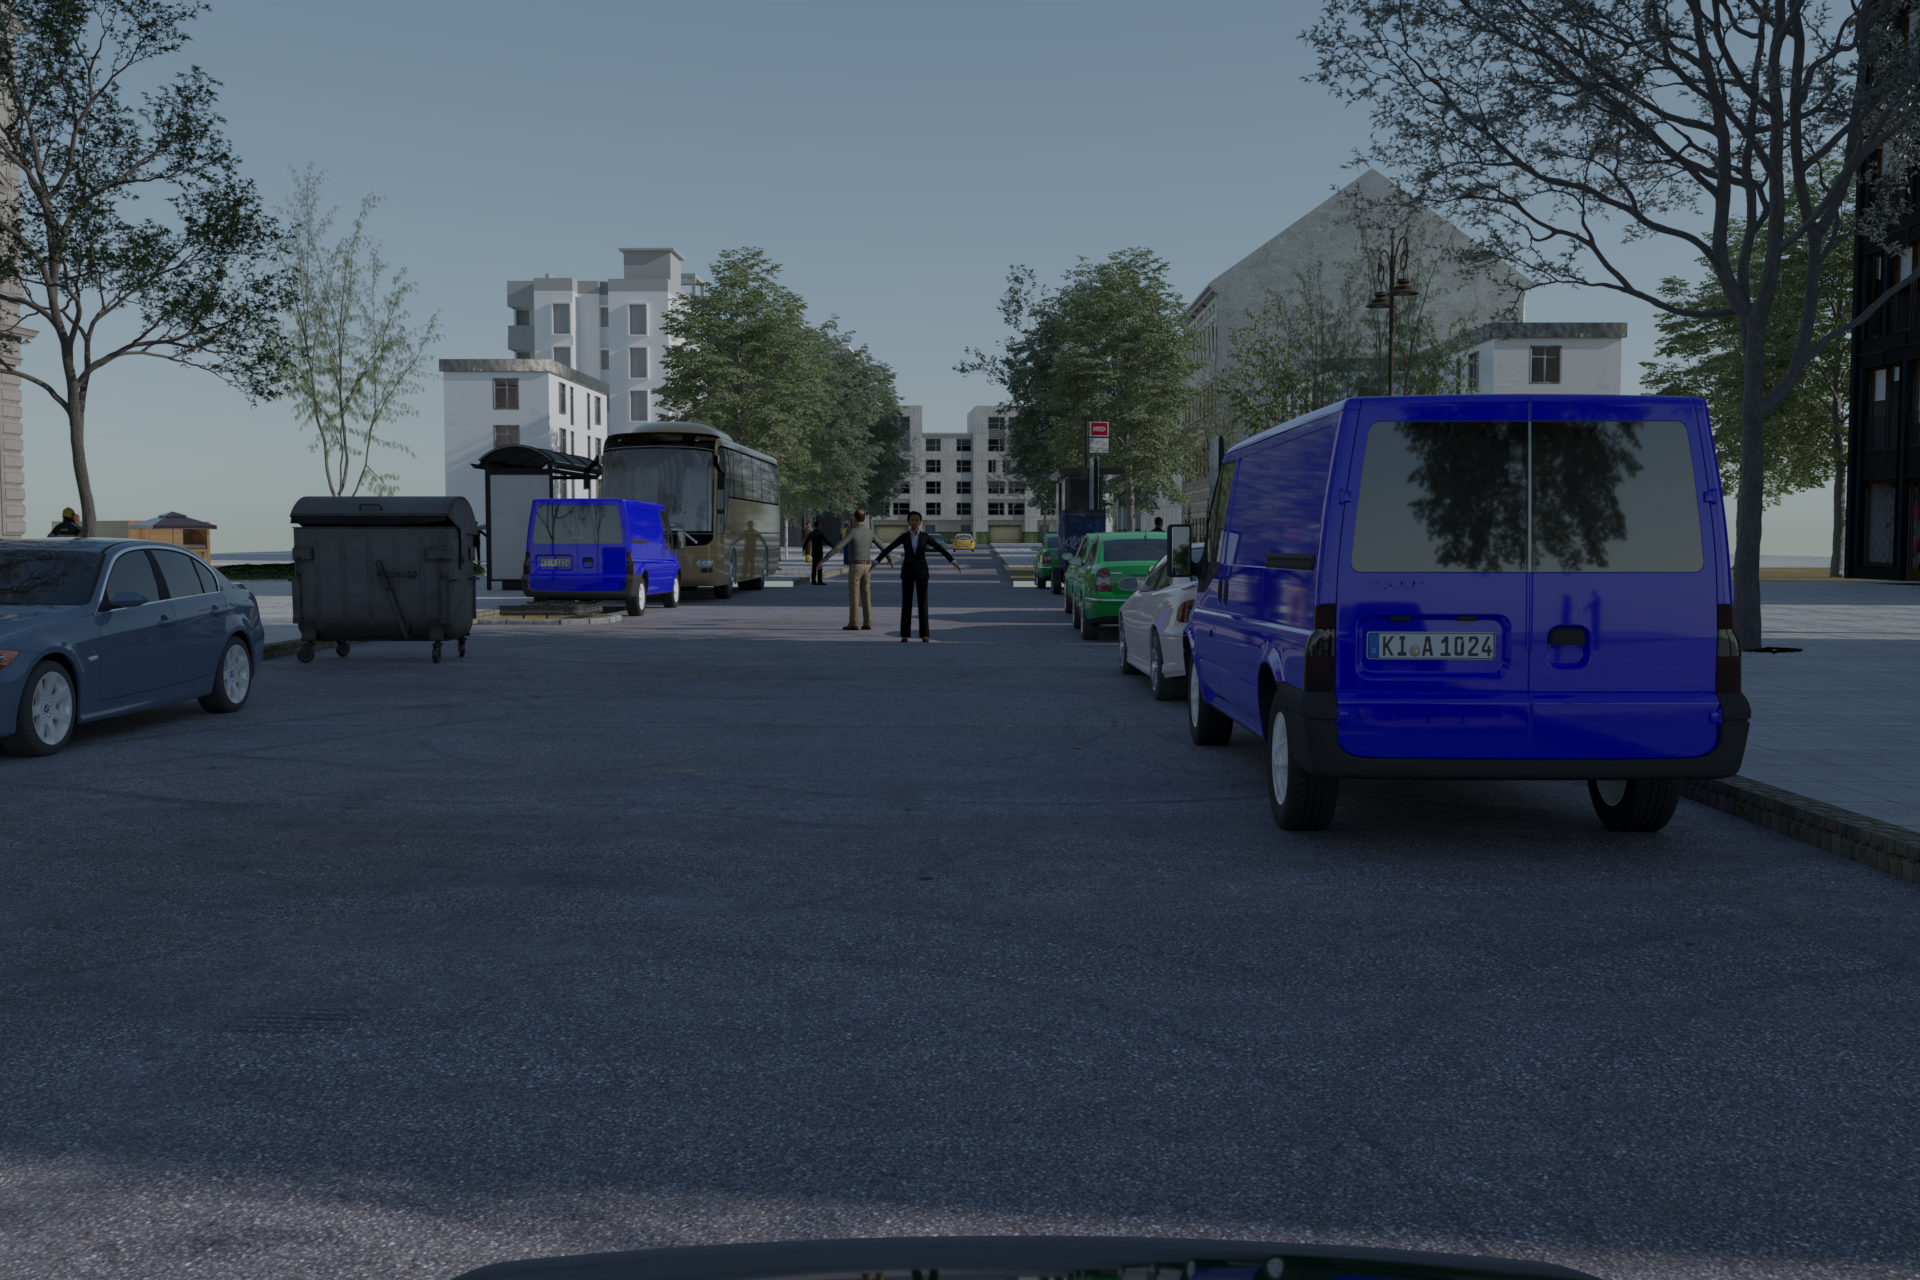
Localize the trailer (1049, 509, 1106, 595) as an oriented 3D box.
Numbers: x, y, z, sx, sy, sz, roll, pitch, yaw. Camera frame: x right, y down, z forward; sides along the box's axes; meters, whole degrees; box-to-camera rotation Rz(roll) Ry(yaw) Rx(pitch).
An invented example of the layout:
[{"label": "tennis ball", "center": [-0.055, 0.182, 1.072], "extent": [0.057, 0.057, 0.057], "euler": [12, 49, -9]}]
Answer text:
[{"label": "trailer", "center": [2.904, -2.142, 42.064], "extent": [1.471, 1.999, 3.904], "euler": [0, 3, 0]}]

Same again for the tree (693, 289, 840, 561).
[{"label": "tree", "center": [-8.919, -9.941, 80.664], "extent": [7.486, 12.596, 7.792], "euler": [0, 3, 0]}]

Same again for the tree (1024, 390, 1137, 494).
[{"label": "tree", "center": [7.123, -10.132, 100.063], "extent": [7.601, 10.594, 8.767], "euler": [-3, 4, -39]}]

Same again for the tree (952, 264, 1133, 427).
[{"label": "tree", "center": [6.247, -16.305, 122.480], "extent": [12.611, 20.169, 13.585], "euler": [0, 3, 0]}]

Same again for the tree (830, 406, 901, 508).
[{"label": "tree", "center": [-8.269, -12.856, 135.953], "extent": [9.928, 11.665, 9.643], "euler": [0, 3, 0]}]

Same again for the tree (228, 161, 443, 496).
[{"label": "tree", "center": [-12.595, -5.174, 34.959], "extent": [4.360, 8.622, 3.978], "euler": [0, 3, 0]}]

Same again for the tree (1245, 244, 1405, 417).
[{"label": "tree", "center": [9.081, -5.783, 44.910], "extent": [4.360, 8.622, 3.978], "euler": [0, 3, 0]}]

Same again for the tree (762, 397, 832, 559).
[{"label": "tree", "center": [-9.263, -8.529, 89.809], "extent": [4.360, 8.622, 3.978], "euler": [0, 3, 0]}]

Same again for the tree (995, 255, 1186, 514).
[{"label": "tree", "center": [6.288, -10.661, 80.968], "extent": [9.857, 13.997, 8.962], "euler": [0, 3, 0]}]

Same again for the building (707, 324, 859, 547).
[{"label": "building", "center": [-25.879, -20.844, 184.773], "extent": [27.936, 21.610, 32.646], "euler": [0, 4, 2]}]

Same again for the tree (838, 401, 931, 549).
[{"label": "tree", "center": [-7.661, -14.622, 149.435], "extent": [12.009, 13.543, 11.850], "euler": [0, 3, 0]}]

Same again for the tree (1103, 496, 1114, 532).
[{"label": "tree", "center": [20.877, -17.608, 238.252], "extent": [4.737, 8.622, 4.395], "euler": [0, 3, 0]}]

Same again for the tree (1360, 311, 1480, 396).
[{"label": "tree", "center": [15.072, -6.490, 56.477], "extent": [4.737, 8.622, 4.395], "euler": [0, 3, 0]}]

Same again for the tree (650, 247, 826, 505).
[{"label": "tree", "center": [-8.877, -9.212, 68.749], "extent": [7.486, 12.596, 7.792], "euler": [0, 3, 0]}]

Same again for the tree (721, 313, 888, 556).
[{"label": "tree", "center": [-8.883, -11.809, 99.735], "extent": [9.857, 13.997, 8.962], "euler": [0, 3, 0]}]

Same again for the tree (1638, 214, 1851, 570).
[{"label": "tree", "center": [28.191, -8.806, 62.100], "extent": [7.486, 12.596, 7.792], "euler": [0, 3, 0]}]

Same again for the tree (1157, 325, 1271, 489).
[{"label": "tree", "center": [9.193, -6.746, 60.660], "extent": [4.360, 8.622, 3.978], "euler": [0, 3, 0]}]

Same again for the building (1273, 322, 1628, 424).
[{"label": "building", "center": [21.940, -8.605, 82.839], "extent": [9.099, 9.664, 28.070], "euler": [0, 4, 0]}]

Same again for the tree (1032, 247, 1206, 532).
[{"label": "tree", "center": [6.494, -9.233, 69.092], "extent": [7.486, 12.596, 7.792], "euler": [0, 3, 0]}]

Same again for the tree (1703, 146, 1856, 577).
[{"label": "tree", "center": [25.833, -8.151, 51.393], "extent": [7.486, 12.596, 7.792], "euler": [0, 3, 0]}]

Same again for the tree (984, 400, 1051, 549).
[{"label": "tree", "center": [7.470, -14.812, 152.545], "extent": [12.009, 13.543, 11.850], "euler": [0, 3, 0]}]

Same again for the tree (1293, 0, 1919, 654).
[{"label": "tree", "center": [8.785, -6.627, 18.720], "extent": [12.009, 13.543, 11.850], "euler": [0, 3, 0]}]

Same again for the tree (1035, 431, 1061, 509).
[{"label": "tree", "center": [6.710, -9.774, 110.170], "extent": [4.360, 8.622, 3.978], "euler": [0, 3, 0]}]

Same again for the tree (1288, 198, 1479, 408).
[{"label": "tree", "center": [8.916, -5.264, 36.428], "extent": [4.360, 8.622, 3.978], "euler": [0, 3, 0]}]

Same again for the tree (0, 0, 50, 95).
[{"label": "tree", "center": [-12.512, -6.333, 13.908], "extent": [12.009, 13.543, 11.850], "euler": [0, 3, 0]}]

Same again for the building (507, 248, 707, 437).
[{"label": "building", "center": [-23.937, -15.867, 115.840], "extent": [16.016, 20.090, 11.380], "euler": [0, 4, 1]}]

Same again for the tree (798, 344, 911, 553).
[{"label": "tree", "center": [-7.715, -12.841, 116.610], "extent": [9.857, 13.997, 8.962], "euler": [0, 3, 0]}]

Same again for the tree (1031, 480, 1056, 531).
[{"label": "tree", "center": [7.917, -11.378, 136.387], "extent": [4.360, 8.622, 3.978], "euler": [0, 3, 0]}]

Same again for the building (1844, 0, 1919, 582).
[{"label": "building", "center": [29.469, -12.758, 37.258], "extent": [12.332, 23.479, 15.834], "euler": [0, 4, 1]}]

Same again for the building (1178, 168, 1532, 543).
[{"label": "building", "center": [24.904, -17.287, 113.579], "extent": [19.493, 23.208, 18.063], "euler": [0, 4, 1]}]

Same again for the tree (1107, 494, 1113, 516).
[{"label": "tree", "center": [23.066, -17.977, 244.281], "extent": [4.360, 8.622, 3.978], "euler": [0, 3, 0]}]

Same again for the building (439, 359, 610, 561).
[{"label": "building", "center": [-24.169, -9.480, 97.141], "extent": [9.099, 9.664, 28.070], "euler": [0, 4, 0]}]

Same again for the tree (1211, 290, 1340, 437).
[{"label": "tree", "center": [9.803, -6.293, 53.253], "extent": [4.737, 8.622, 4.395], "euler": [0, 3, 0]}]

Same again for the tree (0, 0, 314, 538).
[{"label": "tree", "center": [-13.168, -5.567, 25.429], "extent": [7.601, 10.594, 8.767], "euler": [-1, 4, -9]}]
